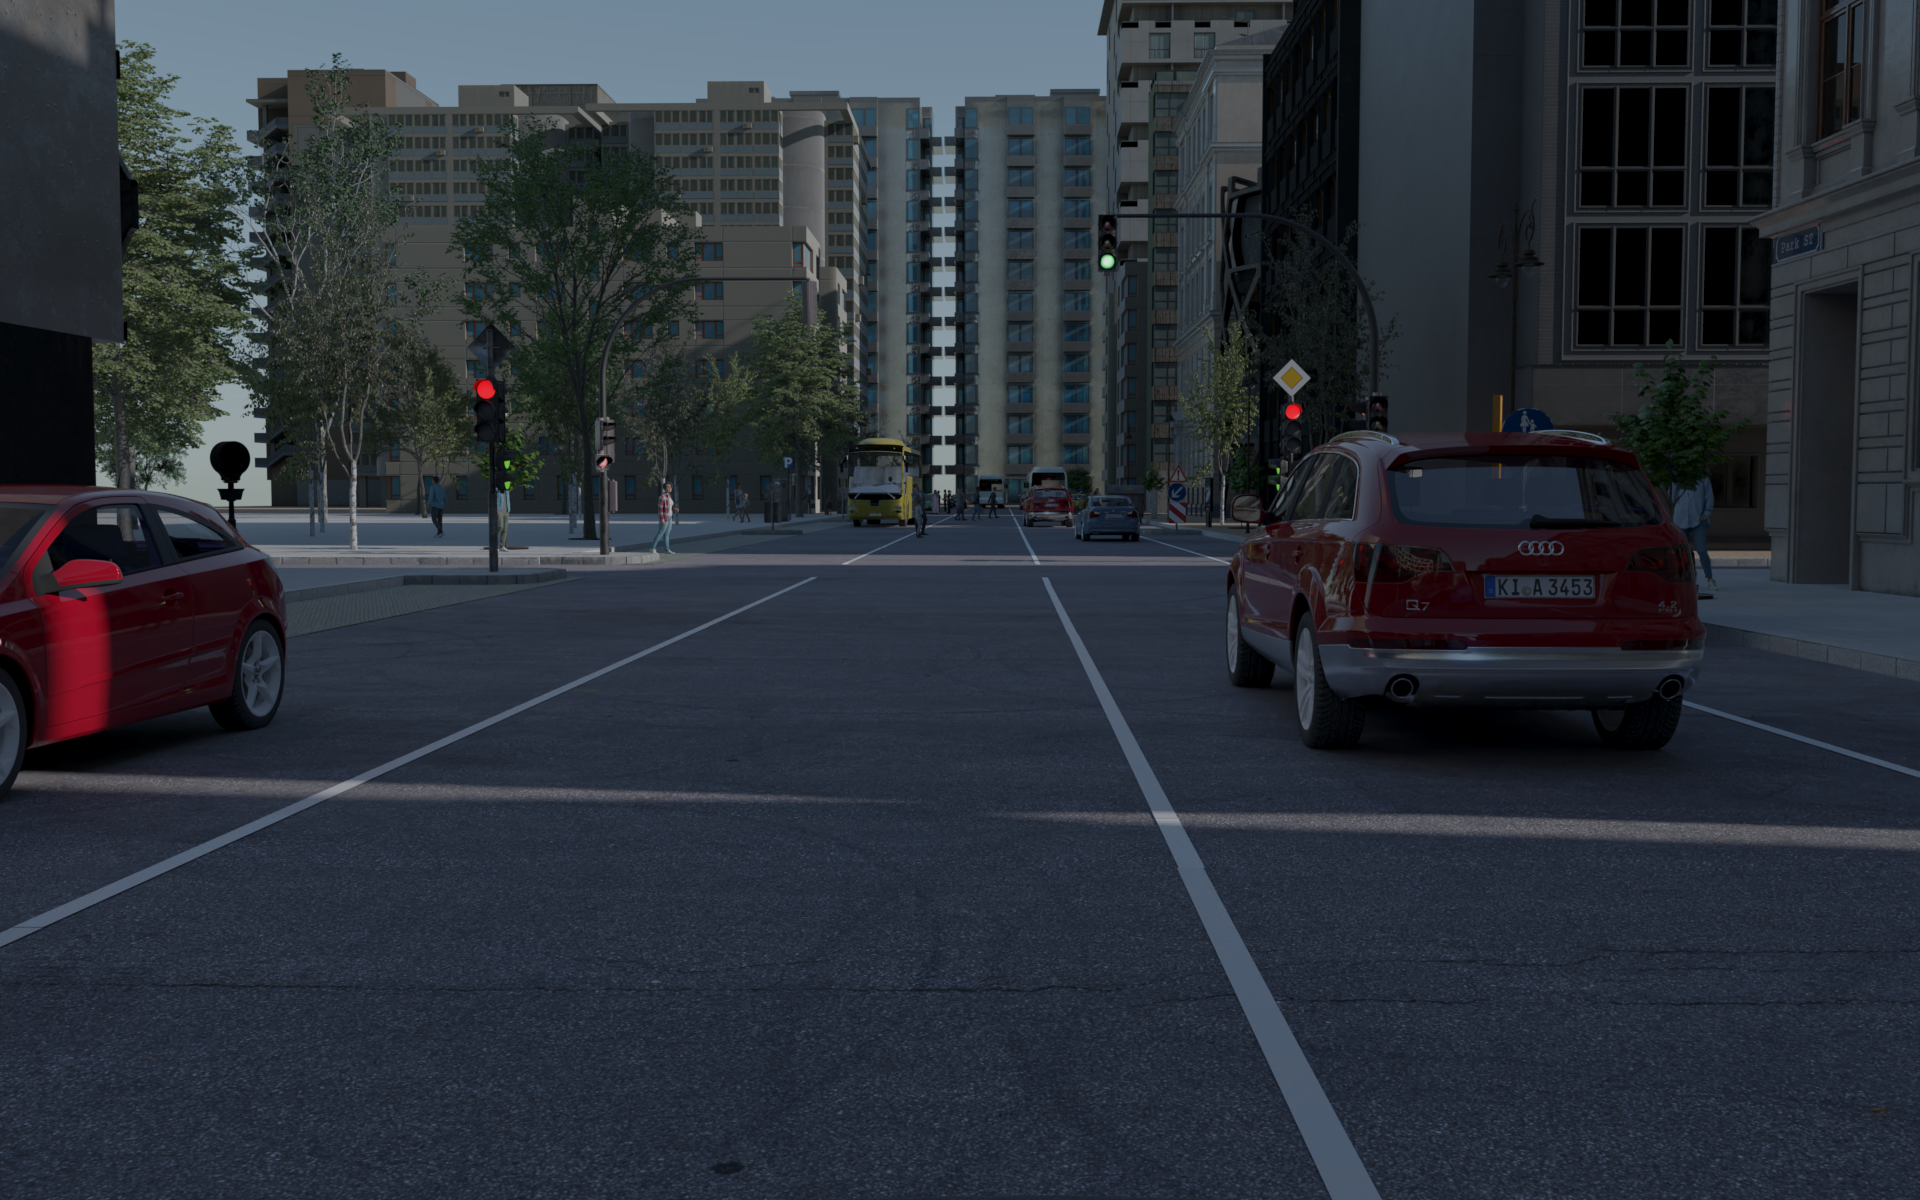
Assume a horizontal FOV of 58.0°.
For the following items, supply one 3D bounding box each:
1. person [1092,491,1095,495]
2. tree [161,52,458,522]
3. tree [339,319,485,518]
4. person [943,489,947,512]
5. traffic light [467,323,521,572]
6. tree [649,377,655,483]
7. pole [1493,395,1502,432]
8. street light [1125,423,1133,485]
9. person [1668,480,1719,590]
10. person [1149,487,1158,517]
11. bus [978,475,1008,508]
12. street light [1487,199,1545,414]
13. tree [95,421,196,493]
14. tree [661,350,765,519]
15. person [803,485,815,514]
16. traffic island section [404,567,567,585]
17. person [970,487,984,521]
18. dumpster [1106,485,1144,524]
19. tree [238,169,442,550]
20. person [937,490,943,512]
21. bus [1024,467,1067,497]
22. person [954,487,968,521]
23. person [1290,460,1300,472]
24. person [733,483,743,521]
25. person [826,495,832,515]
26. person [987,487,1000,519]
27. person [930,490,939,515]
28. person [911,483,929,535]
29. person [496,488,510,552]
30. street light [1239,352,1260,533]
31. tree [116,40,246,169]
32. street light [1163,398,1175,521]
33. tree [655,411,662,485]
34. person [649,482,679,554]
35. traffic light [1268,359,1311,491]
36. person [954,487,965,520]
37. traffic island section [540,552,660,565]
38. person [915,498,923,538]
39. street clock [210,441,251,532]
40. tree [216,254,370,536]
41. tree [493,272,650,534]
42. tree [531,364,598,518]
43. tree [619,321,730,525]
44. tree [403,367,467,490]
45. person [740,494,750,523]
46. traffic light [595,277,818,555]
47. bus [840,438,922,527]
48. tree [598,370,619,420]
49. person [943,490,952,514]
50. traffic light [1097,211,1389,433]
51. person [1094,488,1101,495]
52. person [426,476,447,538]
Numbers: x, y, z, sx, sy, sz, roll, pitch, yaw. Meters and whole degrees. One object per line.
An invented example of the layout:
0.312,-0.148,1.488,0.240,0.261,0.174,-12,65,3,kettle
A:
7.320,-5.167,94.793,0.330,1.601,0.589,-3,5,-43,person
-28.745,-13.481,76.306,12.611,20.169,13.585,0,3,0,tree
-28.705,-9.618,91.669,7.601,10.594,8.767,1,4,17,tree
-1.254,-8.156,141.854,0.705,1.823,1.348,0,4,-7,person
-7.679,-2.419,28.474,0.839,4.253,0.868,0,4,1,traffic light
-14.234,-7.001,64.836,4.737,8.622,4.395,0,3,0,tree
11.097,-2.568,35.836,0.158,3.312,0.155,0,3,0,pole
10.787,-8.444,110.848,0.468,5.910,1.993,0,4,1,street light
9.821,-1.032,23.189,0.793,1.790,0.793,0,4,7,person
10.888,-5.515,97.216,0.512,1.701,0.522,1,4,21,person
3.291,-11.050,175.521,2.948,3.499,13.247,0,4,2,bus
8.779,-3.346,27.503,0.468,5.910,1.993,0,4,1,street light
-53.590,-8.298,98.572,11.467,7.101,20.602,1,4,10,tree
-12.062,-8.420,88.032,4.737,8.622,4.395,0,3,0,tree
-9.689,-6.401,110.663,0.822,1.834,0.622,3,5,40,person
-7.719,-0.387,28.610,2.009,0.180,2.903,0,4,1,traffic island section
0.905,-5.005,90.323,0.713,1.824,0.794,1,4,14,person
7.928,-4.584,83.159,1.865,1.857,1.264,0,4,2,dumpster
-14.035,-5.474,39.863,4.360,8.622,3.978,0,3,0,tree
-1.642,-8.018,140.308,0.721,1.735,1.217,1,4,20,person
6.107,-7.882,123.732,2.948,3.499,13.247,0,4,1,bus
0.060,-5.216,93.887,0.767,1.812,0.694,0,4,2,person
4.738,-0.989,24.031,0.474,1.900,0.648,0,4,-7,person
-10.382,-4.576,80.960,0.778,1.811,0.616,2,4,33,person
-7.835,-5.698,103.873,0.362,1.253,0.373,0,4,-4,person
2.011,-5.705,101.550,0.755,1.850,0.659,-1,4,-11,person
-1.719,-6.792,120.212,0.621,1.740,0.551,2,4,32,person
-1.404,-3.166,60.441,0.592,1.802,0.473,-1,4,-19,person
-10.185,-1.958,38.406,0.444,1.785,0.601,3,4,36,person
9.393,-5.111,56.356,0.468,5.910,1.993,0,4,1,street light
-21.266,-7.664,43.438,7.486,12.596,7.792,0,3,0,tree
10.098,-6.782,83.671,0.468,5.910,1.993,0,4,1,street light
-17.420,-9.278,102.052,4.737,8.622,4.395,0,3,0,tree
-7.037,-1.949,41.197,0.643,1.720,0.563,1,4,16,person
6.872,-2.887,36.125,0.839,4.253,0.868,0,4,1,traffic light
-0.040,-5.273,94.909,0.606,1.804,0.583,0,4,5,person
-7.525,-0.875,36.593,2.009,0.180,2.903,0,4,1,traffic island section
-1.318,-2.680,56.600,0.394,1.301,0.425,-3,5,-43,person
-9.966,-1.170,23.696,0.358,2.002,0.471,3,4,36,street clock
-19.892,-6.232,52.254,4.737,8.622,4.395,0,3,0,tree
-12.851,-6.459,55.969,4.737,8.622,4.395,0,3,0,tree
-20.352,-8.645,91.708,4.360,8.622,3.978,0,3,0,tree
-11.697,-7.417,71.631,4.360,8.622,3.978,0,3,0,tree
-29.909,-9.111,99.321,4.737,8.622,4.395,0,3,0,tree
-9.612,-4.123,77.724,0.475,1.303,0.640,2,4,26,person
-5.392,-3.778,36.442,4.771,5.953,1.251,0,4,1,traffic light
-3.388,-5.382,79.538,2.896,3.916,12.252,0,4,2,bus
-14.033,-7.952,80.371,4.360,8.622,3.978,0,3,0,tree
-0.886,-7.195,126.850,0.721,1.743,1.217,2,4,28,person
4.585,-3.265,28.052,4.771,5.953,1.251,0,4,1,traffic light
7.186,-5.009,90.986,0.593,1.750,0.643,3,5,40,person
-15.415,-2.758,51.154,0.620,1.820,0.660,1,4,23,person
